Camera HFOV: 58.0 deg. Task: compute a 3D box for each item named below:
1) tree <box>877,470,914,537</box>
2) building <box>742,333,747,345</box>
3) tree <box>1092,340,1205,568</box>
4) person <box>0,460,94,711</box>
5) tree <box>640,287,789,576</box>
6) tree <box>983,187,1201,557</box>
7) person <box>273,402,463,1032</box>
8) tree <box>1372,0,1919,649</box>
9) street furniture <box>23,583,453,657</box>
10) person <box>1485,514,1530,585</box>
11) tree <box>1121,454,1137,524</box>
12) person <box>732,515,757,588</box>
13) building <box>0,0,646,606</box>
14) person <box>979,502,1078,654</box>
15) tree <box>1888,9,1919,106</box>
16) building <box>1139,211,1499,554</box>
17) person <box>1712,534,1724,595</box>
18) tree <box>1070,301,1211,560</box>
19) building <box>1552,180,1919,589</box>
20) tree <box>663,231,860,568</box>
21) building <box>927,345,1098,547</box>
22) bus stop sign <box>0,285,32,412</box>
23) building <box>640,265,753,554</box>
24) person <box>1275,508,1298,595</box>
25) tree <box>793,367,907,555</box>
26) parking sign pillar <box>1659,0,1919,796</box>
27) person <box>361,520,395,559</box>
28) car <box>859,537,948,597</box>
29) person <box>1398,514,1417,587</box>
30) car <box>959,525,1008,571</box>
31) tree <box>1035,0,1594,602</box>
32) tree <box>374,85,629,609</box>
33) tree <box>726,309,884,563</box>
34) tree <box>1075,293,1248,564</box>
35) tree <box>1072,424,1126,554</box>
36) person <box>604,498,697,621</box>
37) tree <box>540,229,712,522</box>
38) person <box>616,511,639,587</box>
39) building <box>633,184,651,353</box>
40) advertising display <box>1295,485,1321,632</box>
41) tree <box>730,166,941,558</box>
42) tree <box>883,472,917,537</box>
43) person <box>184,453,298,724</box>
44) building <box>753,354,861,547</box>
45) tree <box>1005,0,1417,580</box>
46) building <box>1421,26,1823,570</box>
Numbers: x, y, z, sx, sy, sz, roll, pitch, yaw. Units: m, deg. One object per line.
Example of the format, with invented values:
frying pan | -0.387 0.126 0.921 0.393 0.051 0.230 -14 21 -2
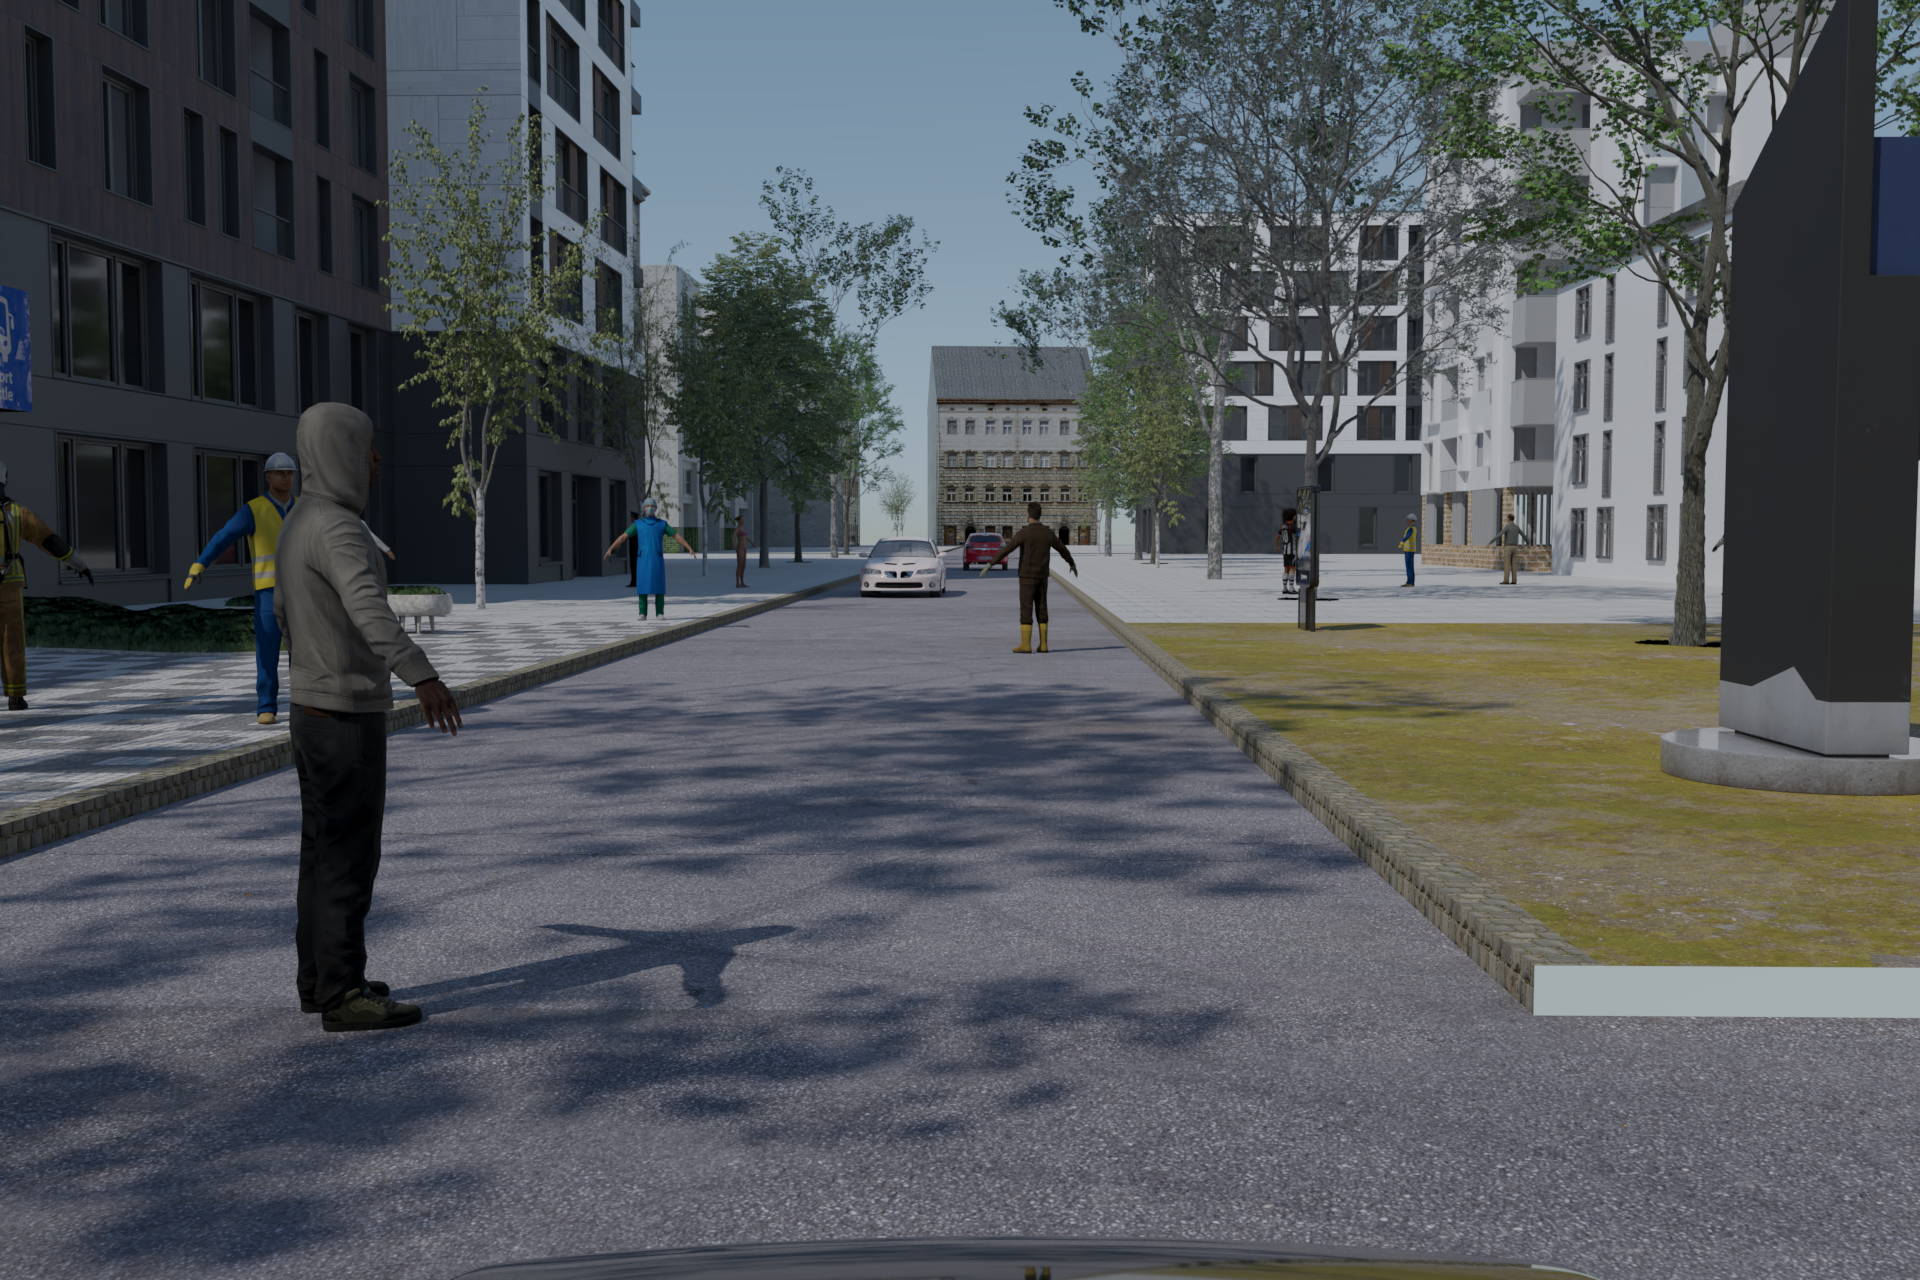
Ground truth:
tree | -6.938 -15.138 197.874 4.360 8.622 3.978 0 3 0
building | -24.858 -17.994 150.626 16.016 20.090 11.380 0 4 1
tree | 7.277 -6.999 64.792 4.737 8.622 4.395 0 3 0
person | -7.014 -0.415 12.550 1.354 1.858 0.705 -2 4 -34
tree | -7.494 -6.236 52.326 4.737 8.622 4.395 0 3 0
tree | 7.621 -14.758 97.187 12.611 20.169 13.585 0 3 0
person | -1.801 0.213 5.108 0.705 1.813 1.348 -2 4 -35
tree | 8.546 -5.735 19.517 9.928 11.665 9.643 0 3 0
street furniture | -11.287 -0.339 21.175 10.072 0.657 5.734 1 4 12
person | 13.923 -2.299 43.864 1.348 1.796 0.705 -1 4 -21
tree | 22.694 -17.842 198.376 9.857 13.997 8.962 0 3 0
person | -5.182 -2.125 41.542 0.721 1.733 1.217 1 4 17
building | -24.963 -12.094 41.717 27.936 21.610 32.646 0 4 2
person | 0.874 -0.750 20.861 1.346 1.812 0.704 -2 4 -27
tree | 8.573 -3.789 12.310 4.360 8.622 3.978 0 3 0
building | 26.775 -17.259 126.163 27.936 21.610 32.646 0 4 1
person | 16.004 -1.841 35.875 0.705 1.856 1.354 0 4 -2
tree | 8.977 -10.163 84.298 7.486 12.596 7.792 0 3 0
building | 23.035 -6.060 41.228 9.099 9.664 28.070 0 4 1
tree | -7.862 -9.030 65.774 7.486 12.596 7.792 0 3 0
building | 5.728 -22.509 201.408 18.063 23.208 19.493 0 4 -4
bus stop sign | -6.709 -1.366 11.345 0.837 3.901 0.837 0 4 1
building | -26.381 -16.122 130.052 16.747 18.905 31.486 0 4 2
person | 7.047 -1.878 36.856 0.704 1.843 1.345 -2 4 -24
tree | -6.830 -11.012 105.804 9.928 11.665 9.643 0 3 0
parking sign pillar | 4.492 -1.260 9.074 1.447 3.967 1.447 0 4 2
person | -9.185 -1.232 26.329 1.347 1.806 0.705 2 4 24
car | -1.299 -1.740 40.803 2.083 1.381 4.827 0 4 1
person | 10.900 -2.189 42.256 0.721 1.772 1.216 2 4 29
car | 1.024 -3.690 69.376 2.155 1.783 4.494 0 4 1
tree | 6.840 -7.511 33.181 12.009 13.543 11.850 0 3 0
tree | -8.058 -4.844 29.570 4.737 8.622 4.395 0 3 0
tree | -7.212 -9.297 77.756 9.928 11.665 9.643 0 3 0
tree | 8.403 -9.039 73.536 9.928 11.665 9.643 0 3 0
tree | 8.925 -9.802 110.628 4.737 8.622 4.395 0 3 0
person | -4.595 -1.199 25.737 1.347 1.817 0.704 -1 4 -8
tree | -7.462 -5.572 41.460 4.360 8.622 3.978 0 3 0
person | -7.876 -2.200 41.899 0.705 1.837 1.347 1 4 20
building | -23.684 -14.498 67.967 19.493 23.208 18.063 0 4 2
advertising display | 4.628 -1.092 23.075 0.123 1.923 0.974 0 4 0
tree | -8.161 -14.436 91.910 12.611 20.169 13.585 0 3 0
tree | -6.540 -15.496 203.715 4.360 8.622 3.978 0 3 0
person | -4.608 -0.357 11.811 1.349 1.833 0.705 -3 5 -41
building | -20.309 -21.117 176.187 19.493 23.208 18.063 0 4 2
tree | 7.146 -11.869 49.941 12.611 20.169 13.585 0 3 0
building | 24.424 -13.125 71.015 16.016 20.090 11.380 0 4 1
